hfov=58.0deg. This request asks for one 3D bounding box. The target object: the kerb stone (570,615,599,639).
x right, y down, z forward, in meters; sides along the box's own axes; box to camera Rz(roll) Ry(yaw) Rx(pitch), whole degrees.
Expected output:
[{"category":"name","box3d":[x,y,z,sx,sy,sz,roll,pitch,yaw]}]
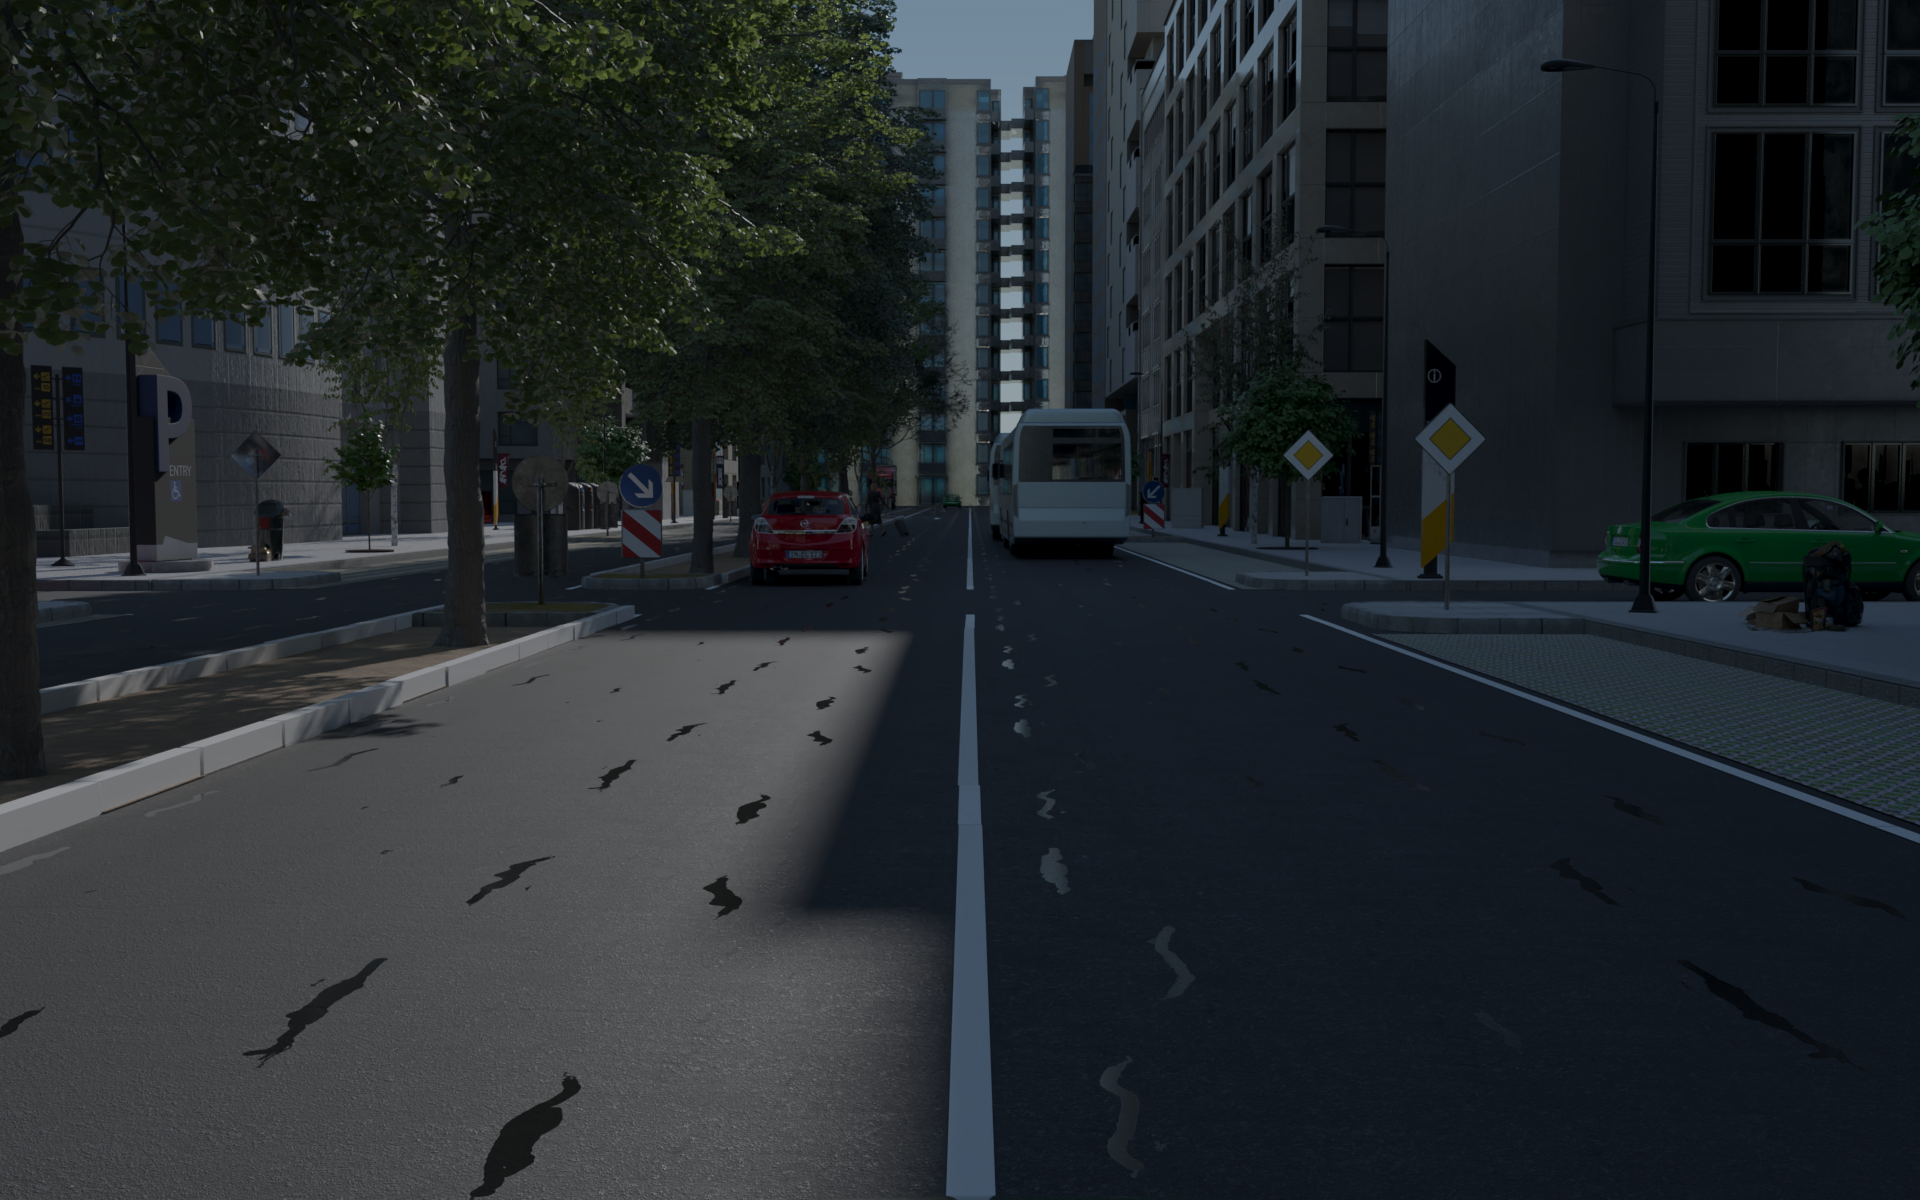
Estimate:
[{"category":"kerb stone","box3d":[-3.836,0.290,17.487,0.120,0.150,1.000,0,4,0]}]

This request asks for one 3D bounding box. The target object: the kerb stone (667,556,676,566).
[{"category":"kerb stone","box3d":[-5.844,-0.748,34.440,0.120,0.150,1.000,0,4,0]}]

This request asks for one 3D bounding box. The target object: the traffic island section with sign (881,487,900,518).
[{"category":"traffic island section with sign","box3d":[-4.394,-5.744,102.046,2.006,1.907,1.989,0,4,0]}]

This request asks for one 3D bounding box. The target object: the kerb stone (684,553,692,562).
[{"category":"kerb stone","box3d":[-5.833,-0.874,36.491,0.120,0.150,1.000,0,4,0]}]

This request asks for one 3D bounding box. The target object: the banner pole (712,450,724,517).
[{"category":"banner pole","box3d":[-13.867,-6.667,99.021,0.863,3.779,0.401,0,4,-8]}]

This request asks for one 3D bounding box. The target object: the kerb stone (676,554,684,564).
[{"category":"kerb stone","box3d":[-5.837,-0.811,35.462,0.120,0.150,1.000,0,4,0]}]

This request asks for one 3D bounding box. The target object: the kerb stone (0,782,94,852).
[{"category":"kerb stone","box3d":[-3.900,0.916,7.222,0.120,0.150,1.000,0,4,0]}]

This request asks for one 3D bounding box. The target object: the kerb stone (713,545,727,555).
[{"category":"kerb stone","box3d":[-5.799,-1.188,41.625,0.120,0.150,1.000,0,4,0]}]

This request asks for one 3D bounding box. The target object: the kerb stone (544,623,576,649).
[{"category":"kerb stone","box3d":[-3.850,0.351,16.463,0.120,0.150,1.000,0,4,0]}]

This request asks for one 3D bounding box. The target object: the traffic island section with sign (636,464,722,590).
[{"category":"traffic island section with sign","box3d":[-4.823,-1.148,26.909,2.006,1.907,1.989,0,4,0]}]

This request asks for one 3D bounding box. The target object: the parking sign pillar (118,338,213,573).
[{"category":"parking sign pillar","box3d":[-13.215,-2.461,28.717,1.447,3.967,1.447,0,4,5]}]

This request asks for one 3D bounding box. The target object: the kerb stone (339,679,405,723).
[{"category":"kerb stone","box3d":[-3.873,0.664,11.335,0.120,0.150,1.000,0,4,0]}]

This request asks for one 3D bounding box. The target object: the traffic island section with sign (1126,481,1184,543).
[{"category":"traffic island section with sign","box3d":[5.604,-2.640,51.786,1.989,1.847,2.006,0,4,0]}]

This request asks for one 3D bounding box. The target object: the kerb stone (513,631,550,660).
[{"category":"kerb stone","box3d":[-3.854,0.414,15.433,0.120,0.150,1.000,0,4,0]}]

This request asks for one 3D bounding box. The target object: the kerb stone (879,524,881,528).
[{"category":"kerb stone","box3d":[-3.517,-3.132,73.413,0.120,0.150,1.000,0,4,0]}]

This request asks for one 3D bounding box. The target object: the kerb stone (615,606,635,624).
[{"category":"kerb stone","box3d":[-3.827,0.170,19.533,0.120,0.150,1.000,0,4,0]}]

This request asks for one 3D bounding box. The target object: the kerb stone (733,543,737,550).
[{"category":"kerb stone","box3d":[-5.798,-1.308,43.670,0.120,0.150,1.000,0,4,0]}]

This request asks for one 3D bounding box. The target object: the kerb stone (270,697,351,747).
[{"category":"kerb stone","box3d":[-3.881,0.727,10.313,0.120,0.150,1.000,0,4,0]}]

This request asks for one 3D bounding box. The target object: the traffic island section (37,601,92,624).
[{"category":"traffic island section","box3d":[-11.127,0.182,19.304,2.009,0.180,2.903,0,4,0]}]

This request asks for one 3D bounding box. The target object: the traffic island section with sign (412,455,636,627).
[{"category":"traffic island section with sign","box3d":[-4.876,-0.695,19.502,2.006,1.907,1.989,0,4,0]}]

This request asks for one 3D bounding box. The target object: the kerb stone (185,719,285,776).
[{"category":"kerb stone","box3d":[-3.891,0.790,9.280,0.120,0.150,1.000,0,4,0]}]

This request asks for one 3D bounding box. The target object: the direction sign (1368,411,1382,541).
[{"category":"direction sign","box3d":[11.371,-3.386,47.363,0.379,3.537,0.876,3,5,40]}]

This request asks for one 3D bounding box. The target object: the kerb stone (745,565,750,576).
[{"category":"kerb stone","box3d":[-3.768,-0.498,30.332,0.120,0.150,1.000,0,4,0]}]

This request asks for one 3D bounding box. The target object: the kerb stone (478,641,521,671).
[{"category":"kerb stone","box3d":[-3.862,0.476,14.411,0.120,0.150,1.000,0,4,0]}]

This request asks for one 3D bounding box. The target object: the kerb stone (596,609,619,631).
[{"category":"kerb stone","box3d":[-3.839,0.233,18.510,0.120,0.150,1.000,0,4,0]}]

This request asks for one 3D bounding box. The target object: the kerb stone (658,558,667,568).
[{"category":"kerb stone","box3d":[-5.855,-0.686,33.418,0.120,0.150,1.000,0,4,0]}]

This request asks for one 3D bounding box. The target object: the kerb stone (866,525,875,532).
[{"category":"kerb stone","box3d":[-3.548,-2.819,68.288,0.120,0.150,1.000,0,4,0]}]

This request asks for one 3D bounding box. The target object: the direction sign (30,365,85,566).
[{"category":"direction sign","box3d":[-15.994,-2.372,30.774,0.379,3.537,0.876,3,5,40]}]

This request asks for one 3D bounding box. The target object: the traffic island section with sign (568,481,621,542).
[{"category":"traffic island section with sign","box3d":[-10.613,-2.646,51.890,1.989,1.847,2.006,0,4,0]}]

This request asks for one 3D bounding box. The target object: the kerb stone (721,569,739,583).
[{"category":"kerb stone","box3d":[-3.778,-0.372,28.285,0.120,0.150,1.000,0,4,0]}]

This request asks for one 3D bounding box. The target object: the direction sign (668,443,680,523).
[{"category":"direction sign","box3d":[-12.542,-5.138,76.009,0.379,3.537,0.876,-3,5,-44]}]

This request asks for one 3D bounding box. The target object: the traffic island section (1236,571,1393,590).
[{"category":"traffic island section","box3d":[5.461,-0.300,27.188,2.009,0.180,2.903,0,4,0]}]

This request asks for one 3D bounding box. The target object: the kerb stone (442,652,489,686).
[{"category":"kerb stone","box3d":[-3.863,0.539,13.389,0.120,0.150,1.000,0,4,0]}]

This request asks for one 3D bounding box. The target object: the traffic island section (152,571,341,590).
[{"category":"traffic island section","box3d":[-11.080,-0.306,27.289,2.009,0.180,2.903,0,4,0]}]

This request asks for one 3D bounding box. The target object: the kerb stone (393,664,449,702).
[{"category":"kerb stone","box3d":[-3.880,0.601,12.362,0.120,0.150,1.000,0,4,0]}]

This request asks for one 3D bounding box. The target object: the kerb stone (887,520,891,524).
[{"category":"kerb stone","box3d":[-3.475,-3.635,81.630,0.120,0.150,1.000,0,4,0]}]

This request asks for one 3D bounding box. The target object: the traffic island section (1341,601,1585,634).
[{"category":"traffic island section","box3d":[5.414,0.188,19.203,2.009,0.180,2.903,0,4,0]}]

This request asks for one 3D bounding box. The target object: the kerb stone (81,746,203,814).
[{"category":"kerb stone","box3d":[-3.901,0.853,8.248,0.120,0.150,1.000,0,4,0]}]

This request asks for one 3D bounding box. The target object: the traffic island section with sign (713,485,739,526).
[{"category":"traffic island section with sign","box3d":[-10.452,-4.299,78.923,1.989,1.847,2.006,0,4,0]}]

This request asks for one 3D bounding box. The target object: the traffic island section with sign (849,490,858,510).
[{"category":"traffic island section with sign","box3d":[-9.999,-9.086,157.190,1.989,1.847,2.006,0,4,0]}]

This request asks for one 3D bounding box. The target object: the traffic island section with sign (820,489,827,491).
[{"category":"traffic island section with sign","box3d":[-10.157,-7.368,129.102,1.989,1.847,2.006,0,4,0]}]

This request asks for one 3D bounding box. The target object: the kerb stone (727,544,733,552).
[{"category":"kerb stone","box3d":[-5.792,-1.248,42.648,0.120,0.150,1.000,0,4,0]}]

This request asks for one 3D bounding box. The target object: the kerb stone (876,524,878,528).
[{"category":"kerb stone","box3d":[-3.537,-2.945,70.339,0.120,0.150,1.000,0,4,0]}]

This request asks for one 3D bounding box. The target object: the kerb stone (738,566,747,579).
[{"category":"kerb stone","box3d":[-3.774,-0.435,29.308,0.120,0.150,1.000,0,4,0]}]
